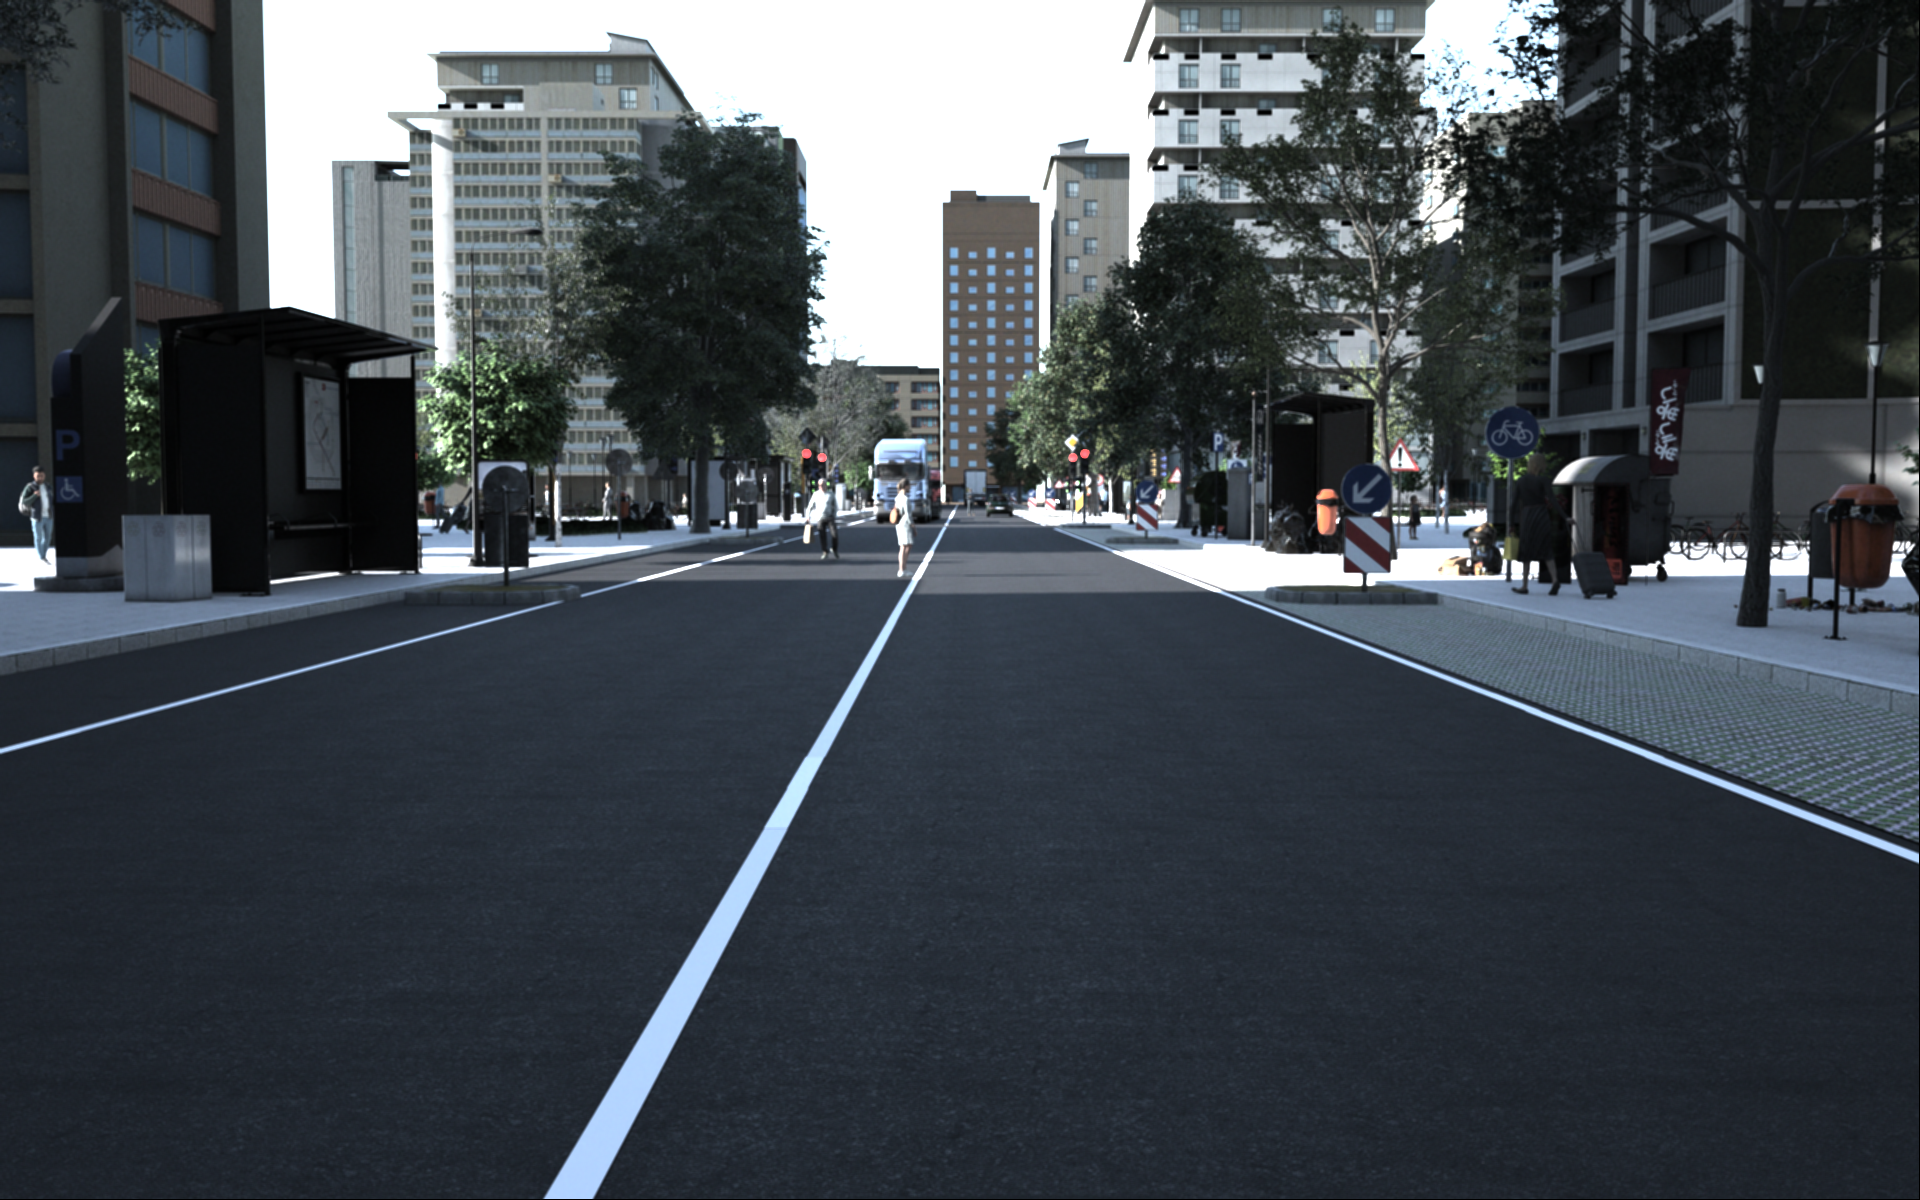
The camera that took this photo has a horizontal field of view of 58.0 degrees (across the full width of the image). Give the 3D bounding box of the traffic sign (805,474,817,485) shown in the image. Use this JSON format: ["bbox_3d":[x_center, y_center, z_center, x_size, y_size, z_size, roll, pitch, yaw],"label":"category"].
[{"bbox_3d":[-9.306,-6.564,107.323,0.884,2.594,0.081,0,4,1],"label":"traffic sign"}]

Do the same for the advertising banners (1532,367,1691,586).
[{"bbox_3d":[9.152,-1.725,24.389,2.074,3.025,0.090,2,4,31],"label":"advertising banners"}]

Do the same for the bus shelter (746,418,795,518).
[{"bbox_3d":[-10.441,-7.109,93.866,2.179,5.291,8.768,0,4,0],"label":"bus shelter"}]

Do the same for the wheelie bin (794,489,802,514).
[{"bbox_3d":[-10.307,-6.327,111.357,0.693,1.594,0.980,0,4,-4],"label":"wheelie bin"}]

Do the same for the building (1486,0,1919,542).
[{"bbox_3d":[29.163,-37.417,50.024,20.563,71.187,20.611,0,3,0],"label":"building"}]

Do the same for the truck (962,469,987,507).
[{"bbox_3d":[1.716,-13.016,201.723,2.839,4.237,11.283,0,4,-1],"label":"truck"}]

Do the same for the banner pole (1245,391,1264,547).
[{"bbox_3d":[7.290,-3.208,42.460,0.401,3.779,0.863,2,4,32],"label":"banner pole"}]

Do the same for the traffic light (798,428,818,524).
[{"bbox_3d":[-6.427,-5.149,73.109,0.839,4.253,0.868,0,3,0],"label":"traffic light"}]

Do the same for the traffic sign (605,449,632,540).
[{"bbox_3d":[-9.602,-2.975,48.755,0.768,2.556,0.104,0,4,1],"label":"traffic sign"}]

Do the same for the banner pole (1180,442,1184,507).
[{"bbox_3d":[9.317,-5.057,72.695,0.401,3.779,0.863,0,4,0],"label":"banner pole"}]

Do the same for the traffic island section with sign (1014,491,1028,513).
[{"bbox_3d":[5.403,-7.614,133.122,1.989,1.847,2.006,0,3,0],"label":"traffic island section with sign"}]

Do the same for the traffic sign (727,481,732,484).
[{"bbox_3d":[-12.044,-5.441,89.073,0.768,2.556,0.104,0,4,1],"label":"traffic sign"}]

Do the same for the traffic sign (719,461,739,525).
[{"bbox_3d":[-8.913,-4.078,66.774,0.768,2.556,0.104,1,4,9],"label":"traffic sign"}]

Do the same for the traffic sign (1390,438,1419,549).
[{"bbox_3d":[10.184,-2.455,40.141,0.884,2.594,0.081,0,4,7],"label":"traffic sign"}]

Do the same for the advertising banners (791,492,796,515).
[{"bbox_3d":[-11.082,-6.779,107.026,2.074,3.025,0.090,-2,4,-33],"label":"advertising banners"}]

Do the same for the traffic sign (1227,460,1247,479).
[{"bbox_3d":[8.073,-2.961,50.535,0.606,2.300,0.079,0,4,3],"label":"traffic sign"}]

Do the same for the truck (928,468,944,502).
[{"bbox_3d":[-3.274,-12.065,186.184,2.839,4.237,11.283,0,4,-2],"label":"truck"}]

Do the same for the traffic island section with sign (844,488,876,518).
[{"bbox_3d":[-6.071,-5.972,106.266,1.989,1.847,2.006,0,3,0],"label":"traffic island section with sign"}]

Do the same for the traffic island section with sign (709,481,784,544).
[{"bbox_3d":[-6.179,-2.556,50.419,1.989,1.847,2.006,0,3,0],"label":"traffic island section with sign"}]

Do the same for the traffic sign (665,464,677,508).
[{"bbox_3d":[-11.136,-4.027,65.946,0.768,2.556,0.104,0,4,5],"label":"traffic sign"}]

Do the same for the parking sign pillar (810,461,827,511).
[{"bbox_3d":[-10.892,-8.854,133.240,1.447,3.967,1.447,-1,4,-13],"label":"parking sign pillar"}]

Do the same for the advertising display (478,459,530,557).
[{"bbox_3d":[-8.542,-1.662,32.396,0.974,1.923,0.123,0,4,-7],"label":"advertising display"}]

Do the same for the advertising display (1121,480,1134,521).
[{"bbox_3d":[7.975,-4.732,82.581,0.123,1.923,0.974,3,4,37],"label":"advertising display"}]

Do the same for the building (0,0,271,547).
[{"bbox_3d":[-34.130,-24.051,47.860,28.867,44.769,22.147,0,3,0],"label":"building"}]

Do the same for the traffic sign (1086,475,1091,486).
[{"bbox_3d":[8.170,-6.910,113.080,0.768,2.556,0.104,0,4,5],"label":"traffic sign"}]

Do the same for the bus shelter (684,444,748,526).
[{"bbox_3d":[-10.076,-4.741,71.441,2.014,3.302,5.546,0,3,0],"label":"bus shelter"}]

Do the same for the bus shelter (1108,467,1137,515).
[{"bbox_3d":[10.208,-7.303,110.686,1.731,3.624,6.357,0,3,0],"label":"bus shelter"}]

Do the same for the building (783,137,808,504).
[{"bbox_3d":[-26.450,-34.459,213.514,14.200,45.320,14.600,0,3,0],"label":"building"}]

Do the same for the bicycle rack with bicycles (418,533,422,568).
[{"bbox_3d":[-10.547,-1.015,29.971,2.852,0.926,2.925,-2,4,-30],"label":"bicycle rack with bicycles"}]

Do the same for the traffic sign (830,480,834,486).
[{"bbox_3d":[-10.621,-8.636,141.310,0.768,2.556,0.104,0,4,8],"label":"traffic sign"}]

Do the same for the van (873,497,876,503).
[{"bbox_3d":[-6.224,-8.370,143.864,2.013,2.044,4.112,0,4,0],"label":"van"}]

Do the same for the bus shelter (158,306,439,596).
[{"bbox_3d":[-9.211,-2.047,24.756,1.731,3.624,6.357,0,3,0],"label":"bus shelter"}]

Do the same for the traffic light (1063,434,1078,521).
[{"bbox_3d":[5.251,-5.637,81.086,0.839,4.253,0.868,0,3,0],"label":"traffic light"}]

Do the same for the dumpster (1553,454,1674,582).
[{"bbox_3d":[9.833,-1.243,26.077,1.264,1.857,1.865,0,4,0],"label":"dumpster"}]

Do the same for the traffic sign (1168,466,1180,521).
[{"bbox_3d":[10.157,-4.957,81.055,0.884,2.594,0.081,1,4,10],"label":"traffic sign"}]

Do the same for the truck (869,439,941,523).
[{"bbox_3d":[-2.602,-6.201,91.139,2.967,4.110,18.799,0,4,2],"label":"truck"}]

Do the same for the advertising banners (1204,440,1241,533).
[{"bbox_3d":[8.565,-3.708,56.819,0.090,3.025,2.074,-2,4,-29],"label":"advertising banners"}]

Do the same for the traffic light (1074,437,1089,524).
[{"bbox_3d":[5.235,-5.149,73.100,0.839,4.253,0.868,0,3,0],"label":"traffic light"}]

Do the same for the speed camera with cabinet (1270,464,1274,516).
[{"bbox_3d":[10.280,-3.593,53.085,0.660,3.252,2.038,-2,4,-29],"label":"speed camera with cabinet"}]

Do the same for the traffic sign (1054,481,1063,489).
[{"bbox_3d":[8.451,-9.033,147.693,0.884,2.594,0.081,0,4,7],"label":"traffic sign"}]

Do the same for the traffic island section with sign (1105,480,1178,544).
[{"bbox_3d":[5.229,-2.543,50.208,1.989,1.847,2.006,0,3,0],"label":"traffic island section with sign"}]

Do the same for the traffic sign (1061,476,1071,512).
[{"bbox_3d":[7.866,-7.757,126.835,0.884,2.594,0.081,1,4,9],"label":"traffic sign"}]

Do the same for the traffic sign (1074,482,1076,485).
[{"bbox_3d":[8.557,-7.612,124.453,0.884,2.594,0.081,0,4,1],"label":"traffic sign"}]

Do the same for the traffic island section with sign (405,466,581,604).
[{"bbox_3d":[-6.241,-0.907,23.464,1.989,1.847,2.006,0,3,0],"label":"traffic island section with sign"}]

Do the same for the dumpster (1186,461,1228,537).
[{"bbox_3d":[7.679,-3.042,52.227,1.502,2.255,1.985,0,4,0],"label":"dumpster"}]

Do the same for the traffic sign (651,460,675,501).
[{"bbox_3d":[-11.048,-3.941,64.438,0.884,2.594,0.081,0,4,2],"label":"traffic sign"}]

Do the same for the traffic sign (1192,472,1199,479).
[{"bbox_3d":[9.777,-4.476,73.292,0.768,2.556,0.104,0,4,3],"label":"traffic sign"}]

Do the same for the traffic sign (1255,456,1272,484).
[{"bbox_3d":[10.108,-3.489,57.155,0.768,2.556,0.104,0,4,8],"label":"traffic sign"}]

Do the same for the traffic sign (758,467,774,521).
[{"bbox_3d":[-9.145,-4.979,81.516,0.768,2.556,0.104,0,4,1],"label":"traffic sign"}]

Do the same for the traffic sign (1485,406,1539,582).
[{"bbox_3d":[8.015,-1.536,25.221,0.768,2.556,0.104,0,4,5],"label":"traffic sign"}]

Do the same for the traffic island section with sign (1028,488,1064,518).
[{"bbox_3d":[5.354,-5.943,105.798,1.989,1.847,2.006,0,3,0],"label":"traffic island section with sign"}]

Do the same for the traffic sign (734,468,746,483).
[{"bbox_3d":[-11.335,-5.429,88.502,0.795,2.593,0.064,1,4,9],"label":"traffic sign"}]

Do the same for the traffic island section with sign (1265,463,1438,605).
[{"bbox_3d":[5.174,-0.894,23.252,1.989,1.847,2.006,0,3,0],"label":"traffic island section with sign"}]

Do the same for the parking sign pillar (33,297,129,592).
[{"bbox_3d":[-11.637,-2.122,23.166,1.447,3.967,1.447,0,4,-3],"label":"parking sign pillar"}]

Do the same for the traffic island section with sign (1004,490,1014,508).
[{"bbox_3d":[5.512,-10.726,183.996,1.989,1.847,2.006,0,3,0],"label":"traffic island section with sign"}]

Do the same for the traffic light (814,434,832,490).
[{"bbox_3d":[-6.410,-5.638,81.094,0.839,4.253,0.868,0,3,0],"label":"traffic light"}]

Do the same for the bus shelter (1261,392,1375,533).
[{"bbox_3d":[8.760,-3.159,42.939,1.731,3.624,6.357,0,3,0],"label":"bus shelter"}]

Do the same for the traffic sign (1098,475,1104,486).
[{"bbox_3d":[8.463,-6.503,106.428,0.768,2.556,0.104,0,4,7],"label":"traffic sign"}]
